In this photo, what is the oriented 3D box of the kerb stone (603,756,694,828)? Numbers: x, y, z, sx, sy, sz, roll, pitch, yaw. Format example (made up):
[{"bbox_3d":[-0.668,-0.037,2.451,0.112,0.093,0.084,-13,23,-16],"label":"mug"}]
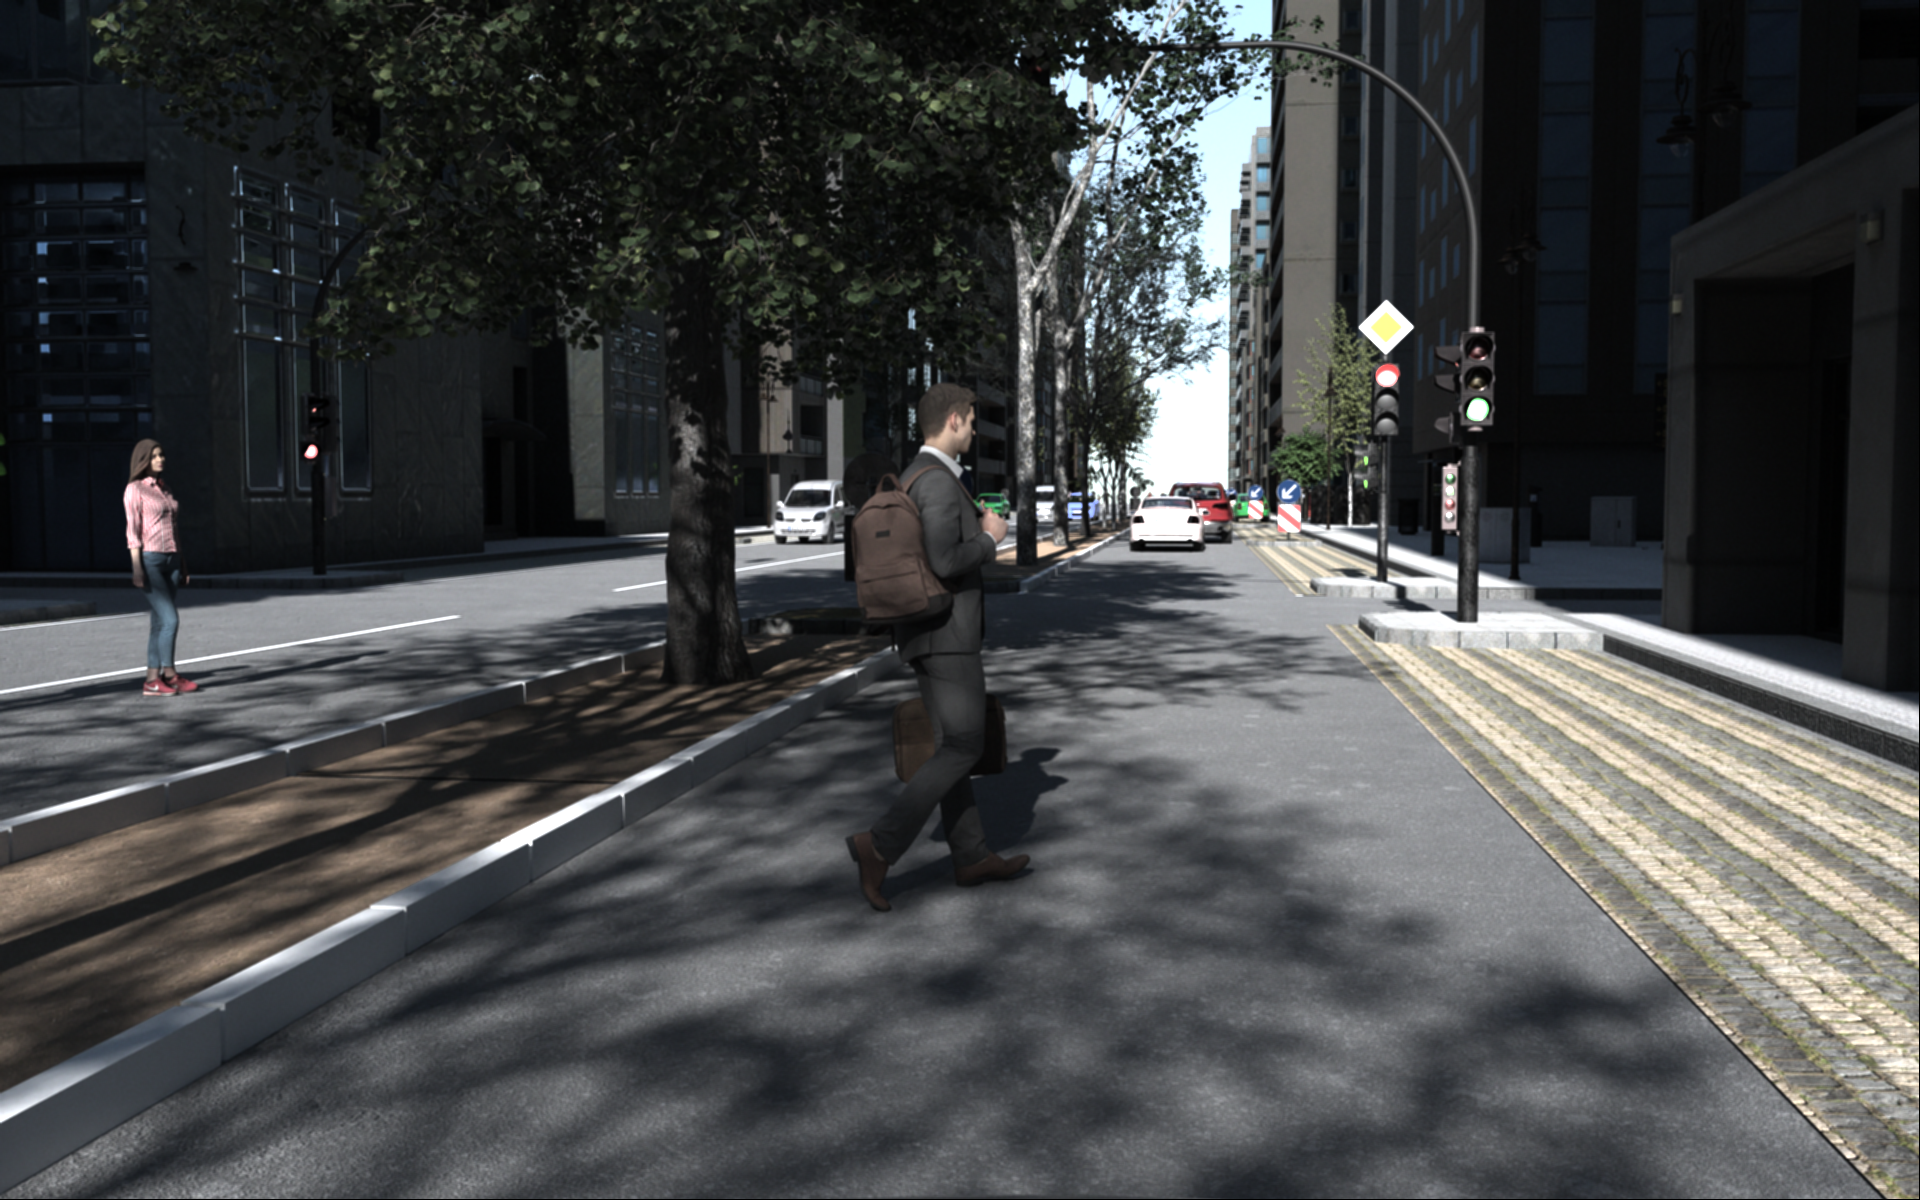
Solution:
[{"bbox_3d":[-1.432,0.877,7.925,0.120,0.150,1.000,0,4,8],"label":"kerb stone"}]

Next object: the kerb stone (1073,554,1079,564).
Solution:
[{"bbox_3d":[2.246,-0.772,34.831,0.120,0.150,1.000,0,4,8],"label":"kerb stone"}]

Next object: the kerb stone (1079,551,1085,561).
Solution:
[{"bbox_3d":[2.523,-0.895,36.869,0.120,0.150,1.000,0,4,8],"label":"kerb stone"}]

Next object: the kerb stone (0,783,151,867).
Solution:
[{"bbox_3d":[-3.650,0.918,7.188,0.120,0.150,1.000,0,4,8],"label":"kerb stone"}]

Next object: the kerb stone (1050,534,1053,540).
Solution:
[{"bbox_3d":[2.675,-1.911,53.441,0.120,0.150,1.000,0,4,8],"label":"kerb stone"}]

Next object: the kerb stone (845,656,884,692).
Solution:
[{"bbox_3d":[-0.737,0.564,12.998,0.120,0.150,1.000,0,4,8],"label":"kerb stone"}]

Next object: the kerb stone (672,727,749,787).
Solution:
[{"bbox_3d":[-1.292,0.811,8.938,0.120,0.150,1.000,0,4,8],"label":"kerb stone"}]

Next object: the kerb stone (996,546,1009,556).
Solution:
[{"bbox_3d":[1.001,-1.159,41.230,0.120,0.150,1.000,0,4,8],"label":"kerb stone"}]

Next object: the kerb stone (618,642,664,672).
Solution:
[{"bbox_3d":[-2.674,0.485,14.311,0.120,0.150,1.000,0,4,8],"label":"kerb stone"}]

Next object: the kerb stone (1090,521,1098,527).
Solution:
[{"bbox_3d":[6.004,-3.401,77.809,0.120,0.150,1.000,0,4,8],"label":"kerb stone"}]

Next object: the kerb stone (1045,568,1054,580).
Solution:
[{"bbox_3d":[1.414,-0.400,28.738,0.120,0.150,1.000,0,4,8],"label":"kerb stone"}]

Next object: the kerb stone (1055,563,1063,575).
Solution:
[{"bbox_3d":[1.694,-0.524,30.768,0.120,0.150,1.000,0,4,8],"label":"kerb stone"}]

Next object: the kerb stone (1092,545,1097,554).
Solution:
[{"bbox_3d":[3.087,-1.147,40.954,0.120,0.150,1.000,0,4,8],"label":"kerb stone"}]

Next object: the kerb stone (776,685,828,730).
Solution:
[{"bbox_3d":[-1.020,0.687,10.970,0.120,0.150,1.000,0,4,8],"label":"kerb stone"}]

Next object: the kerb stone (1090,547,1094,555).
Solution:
[{"bbox_3d":[2.938,-1.085,39.929,0.120,0.150,1.000,0,4,8],"label":"kerb stone"}]

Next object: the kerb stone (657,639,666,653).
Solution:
[{"bbox_3d":[-2.538,0.420,15.324,0.120,0.150,1.000,0,4,8],"label":"kerb stone"}]

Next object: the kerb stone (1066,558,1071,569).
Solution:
[{"bbox_3d":[1.967,-0.648,32.801,0.120,0.150,1.000,0,4,8],"label":"kerb stone"}]

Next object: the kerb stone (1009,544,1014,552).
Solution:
[{"bbox_3d":[1.139,-1.226,42.245,0.120,0.150,1.000,0,4,8],"label":"kerb stone"}]

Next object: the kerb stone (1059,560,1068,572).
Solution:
[{"bbox_3d":[1.832,-0.587,31.786,0.120,0.150,1.000,0,4,8],"label":"kerb stone"}]

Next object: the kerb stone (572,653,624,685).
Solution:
[{"bbox_3d":[-2.823,0.544,13.296,0.120,0.150,1.000,0,4,8],"label":"kerb stone"}]

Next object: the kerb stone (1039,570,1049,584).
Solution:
[{"bbox_3d":[1.281,-0.338,27.717,0.120,0.150,1.000,0,4,8],"label":"kerb stone"}]

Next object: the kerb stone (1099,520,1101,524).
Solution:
[{"bbox_3d":[6.278,-3.525,79.836,0.120,0.150,1.000,0,4,8],"label":"kerb stone"}]

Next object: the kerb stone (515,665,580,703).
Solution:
[{"bbox_3d":[-2.950,0.606,12.282,0.120,0.150,1.000,0,4,8],"label":"kerb stone"}]

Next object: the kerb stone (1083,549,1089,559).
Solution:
[{"bbox_3d":[2.667,-0.960,37.897,0.120,0.150,1.000,0,4,8],"label":"kerb stone"}]

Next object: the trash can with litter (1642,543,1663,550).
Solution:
[{"bbox_3d":[16.749,-1.741,39.527,1.678,1.210,2.233,-3,5,-40],"label":"trash can with litter"}]

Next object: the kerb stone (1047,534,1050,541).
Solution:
[{"bbox_3d":[2.532,-1.846,52.414,0.120,0.150,1.000,0,4,8],"label":"kerb stone"}]

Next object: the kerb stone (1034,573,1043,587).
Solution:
[{"bbox_3d":[1.136,-0.272,26.705,0.120,0.150,1.000,0,4,8],"label":"kerb stone"}]

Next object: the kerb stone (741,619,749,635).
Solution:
[{"bbox_3d":[-2.259,0.296,17.351,0.120,0.150,1.000,0,4,8],"label":"kerb stone"}]

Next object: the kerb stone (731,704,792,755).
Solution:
[{"bbox_3d":[-1.155,0.751,9.954,0.120,0.150,1.000,0,4,8],"label":"kerb stone"}]

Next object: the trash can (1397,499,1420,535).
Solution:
[{"bbox_3d":[14.137,-2.628,54.614,0.748,1.137,0.748,0,3,0],"label":"trash can"}]

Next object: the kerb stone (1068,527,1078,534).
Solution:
[{"bbox_3d":[4.199,-2.594,64.612,0.120,0.150,1.000,0,4,8],"label":"kerb stone"}]

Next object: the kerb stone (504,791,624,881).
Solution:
[{"bbox_3d":[-1.574,0.935,6.913,0.120,0.150,1.000,0,4,8],"label":"kerb stone"}]

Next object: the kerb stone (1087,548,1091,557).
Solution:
[{"bbox_3d":[2.806,-1.023,38.915,0.120,0.150,1.000,0,4,8],"label":"kerb stone"}]

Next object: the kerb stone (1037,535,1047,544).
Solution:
[{"bbox_3d":[2.397,-1.786,51.401,0.120,0.150,1.000,0,4,8],"label":"kerb stone"}]

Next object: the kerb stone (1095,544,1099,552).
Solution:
[{"bbox_3d":[3.225,-1.209,41.966,0.120,0.150,1.000,0,4,8],"label":"kerb stone"}]

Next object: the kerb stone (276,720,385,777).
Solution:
[{"bbox_3d":[-3.370,0.796,9.227,0.120,0.150,1.000,0,4,8],"label":"kerb stone"}]

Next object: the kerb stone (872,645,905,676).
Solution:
[{"bbox_3d":[-0.603,0.500,14.014,0.120,0.150,1.000,0,4,8],"label":"kerb stone"}]

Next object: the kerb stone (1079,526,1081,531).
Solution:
[{"bbox_3d":[4.474,-2.718,66.640,0.120,0.150,1.000,0,4,8],"label":"kerb stone"}]

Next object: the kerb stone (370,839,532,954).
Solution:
[{"bbox_3d":[-1.712,0.997,5.890,0.120,0.150,1.000,0,4,8],"label":"kerb stone"}]

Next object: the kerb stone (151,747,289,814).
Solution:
[{"bbox_3d":[-3.510,0.858,8.208,0.120,0.150,1.000,0,4,8],"label":"kerb stone"}]

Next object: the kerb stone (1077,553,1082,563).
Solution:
[{"bbox_3d":[2.386,-0.835,35.852,0.120,0.150,1.000,0,4,8],"label":"kerb stone"}]

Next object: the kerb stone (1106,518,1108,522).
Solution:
[{"bbox_3d":[7.114,-3.894,85.928,0.120,0.150,1.000,0,4,8],"label":"kerb stone"}]

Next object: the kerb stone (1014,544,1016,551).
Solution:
[{"bbox_3d":[1.281,-1.288,43.257,0.120,0.150,1.000,0,4,8],"label":"kerb stone"}]

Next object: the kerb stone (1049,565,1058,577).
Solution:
[{"bbox_3d":[1.546,-0.462,29.754,0.120,0.150,1.000,0,4,8],"label":"kerb stone"}]

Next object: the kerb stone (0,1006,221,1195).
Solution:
[{"bbox_3d":[-1.980,1.125,3.852,0.120,0.150,1.000,0,4,8],"label":"kerb stone"}]

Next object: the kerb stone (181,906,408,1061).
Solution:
[{"bbox_3d":[-1.846,1.062,4.875,0.120,0.150,1.000,0,4,8],"label":"kerb stone"}]

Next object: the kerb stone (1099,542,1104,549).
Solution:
[{"bbox_3d":[3.500,-1.333,43.994,0.120,0.150,1.000,0,4,8],"label":"kerb stone"}]

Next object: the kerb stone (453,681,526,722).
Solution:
[{"bbox_3d":[-3.094,0.670,11.270,0.120,0.150,1.000,0,4,8],"label":"kerb stone"}]

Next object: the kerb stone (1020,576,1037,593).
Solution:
[{"bbox_3d":[0.996,-0.213,25.693,0.120,0.150,1.000,0,4,8],"label":"kerb stone"}]

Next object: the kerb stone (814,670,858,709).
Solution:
[{"bbox_3d":[-0.878,0.625,11.983,0.120,0.150,1.000,0,4,8],"label":"kerb stone"}]

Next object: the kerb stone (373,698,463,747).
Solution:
[{"bbox_3d":[-3.226,0.731,10.248,0.120,0.150,1.000,0,4,8],"label":"kerb stone"}]

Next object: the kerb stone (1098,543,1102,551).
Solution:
[{"bbox_3d":[3.363,-1.271,42.979,0.120,0.150,1.000,0,4,8],"label":"kerb stone"}]

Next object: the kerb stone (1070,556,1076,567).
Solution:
[{"bbox_3d":[2.114,-0.711,33.812,0.120,0.150,1.000,0,4,8],"label":"kerb stone"}]
